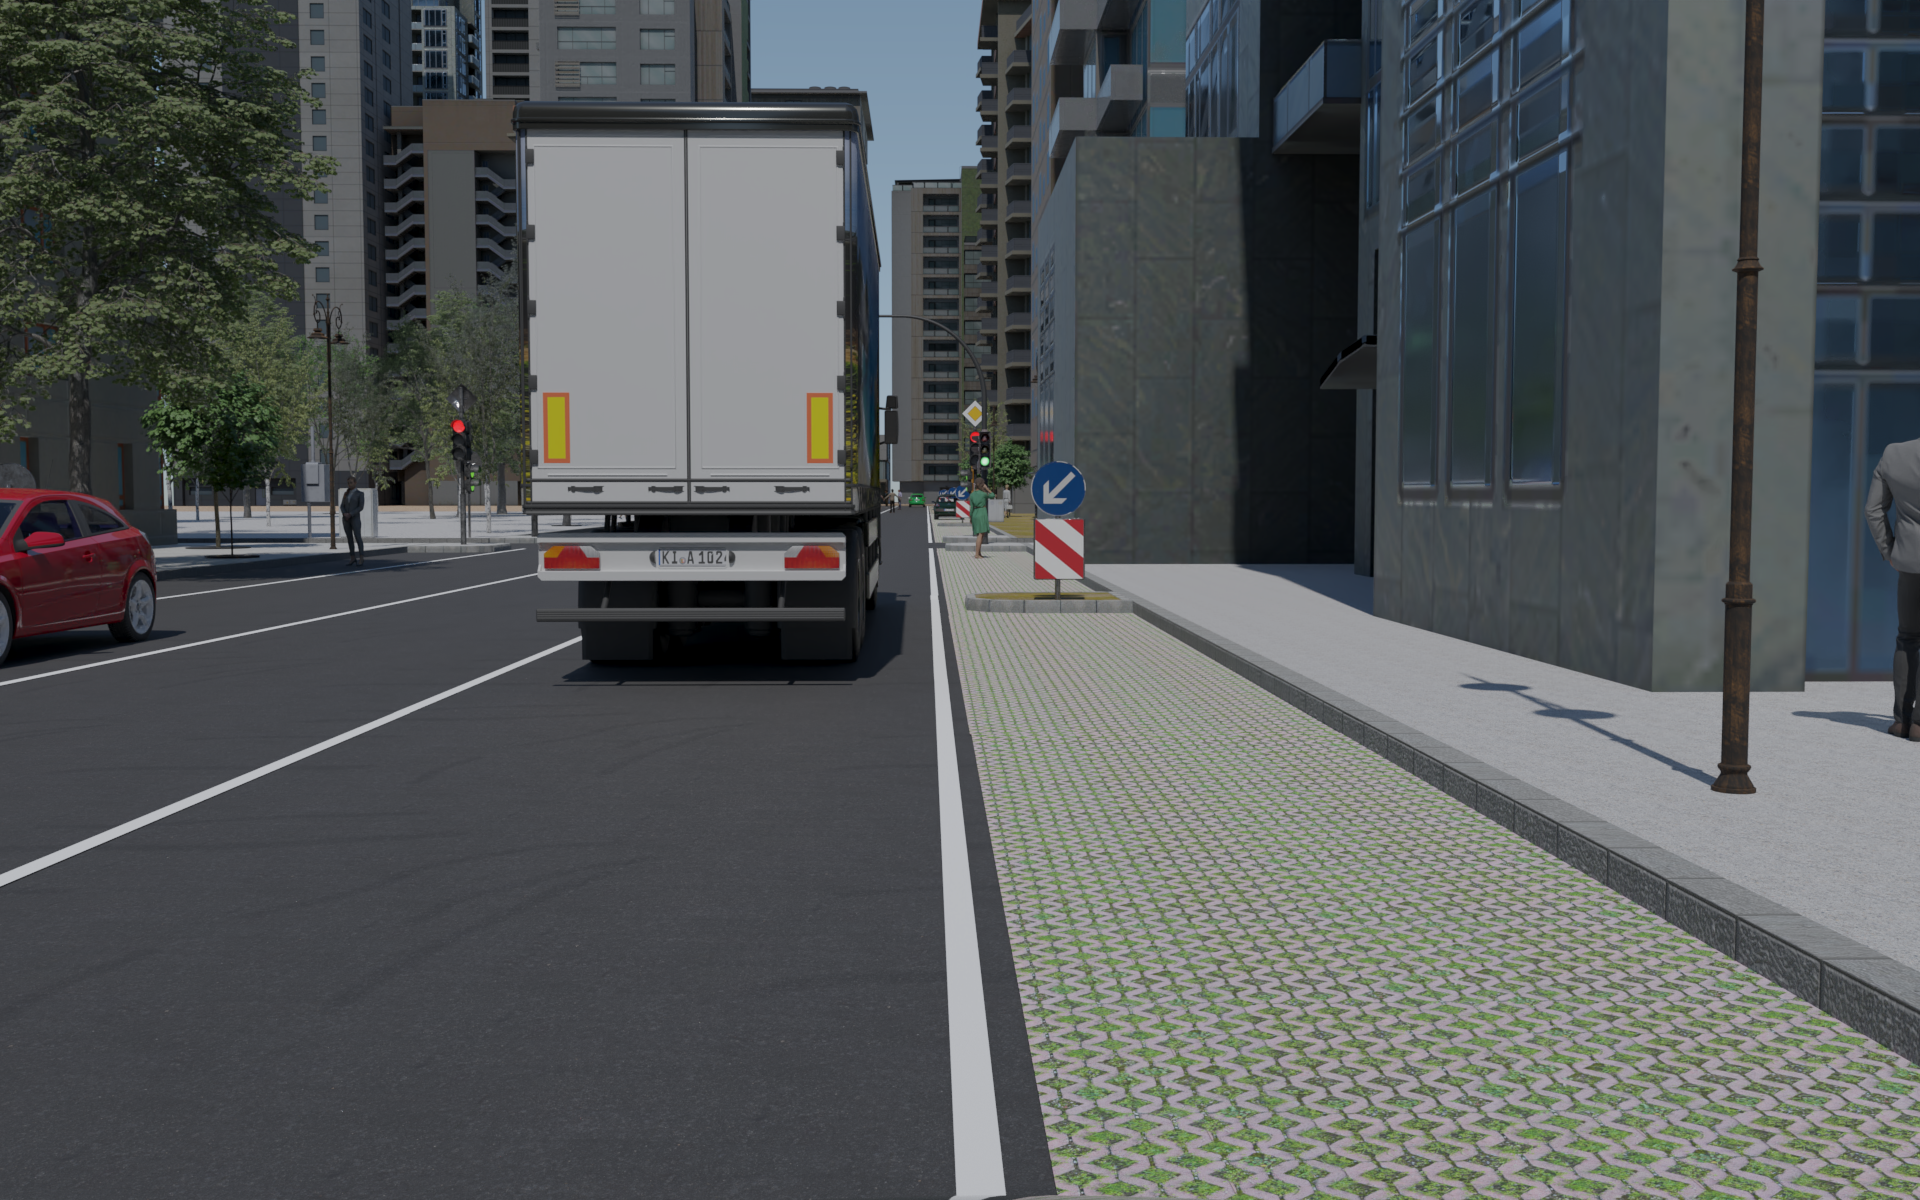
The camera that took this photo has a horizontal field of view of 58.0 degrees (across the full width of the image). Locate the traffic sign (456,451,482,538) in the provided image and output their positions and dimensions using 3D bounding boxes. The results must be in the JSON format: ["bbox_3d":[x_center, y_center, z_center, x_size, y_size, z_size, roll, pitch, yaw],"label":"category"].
[{"bbox_3d":[-14.406,-3.101,50.813,0.768,2.556,0.104,0,4,-1],"label":"traffic sign"}]

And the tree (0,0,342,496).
[{"bbox_3d":[-13.893,-6.722,28.025,7.486,12.596,7.792,0,3,0],"label":"tree"}]

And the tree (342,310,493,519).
[{"bbox_3d":[-27.331,-9.419,88.411,7.601,10.594,8.767,0,4,4],"label":"tree"}]

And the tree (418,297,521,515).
[{"bbox_3d":[-28.849,-12.328,108.213,9.857,13.997,8.962,0,3,0],"label":"tree"}]

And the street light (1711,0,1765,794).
[{"bbox_3d":[3.342,-2.111,7.302,0.468,5.910,1.993,0,4,-1],"label":"street light"}]

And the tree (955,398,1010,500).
[{"bbox_3d":[2.008,-11.040,130.865,4.737,8.622,4.395,0,3,0],"label":"tree"}]

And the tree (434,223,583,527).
[{"bbox_3d":[-15.513,-9.676,68.577,12.009,13.543,11.850,0,3,0],"label":"tree"}]

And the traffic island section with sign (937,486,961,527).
[{"bbox_3d":[-0.002,-4.167,76.758,1.989,1.847,2.006,0,4,-1],"label":"traffic island section with sign"}]

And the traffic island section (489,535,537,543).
[{"bbox_3d":[-12.761,-1.812,51.914,2.009,0.180,2.903,0,4,-1],"label":"traffic island section"}]

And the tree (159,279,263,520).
[{"bbox_3d":[-25.426,-6.446,55.747,4.737,8.622,4.395,0,3,0],"label":"tree"}]

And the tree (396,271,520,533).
[{"bbox_3d":[-15.675,-6.491,56.484,4.360,8.622,3.978,0,3,0],"label":"tree"}]

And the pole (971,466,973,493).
[{"bbox_3d":[0.828,-7.229,112.035,0.158,3.312,0.155,0,3,0],"label":"pole"}]

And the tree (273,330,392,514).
[{"bbox_3d":[-40.109,-11.278,110.150,9.928,11.665,9.643,0,3,0],"label":"tree"}]

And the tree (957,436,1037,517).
[{"bbox_3d":[2.892,-7.017,98.435,4.285,4.588,4.351,0,3,0],"label":"tree"}]

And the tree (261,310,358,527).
[{"bbox_3d":[-27.075,-7.207,68.197,4.737,8.622,4.395,0,3,0],"label":"tree"}]

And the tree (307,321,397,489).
[{"bbox_3d":[-25.611,-7.520,73.308,4.360,8.622,3.978,0,3,0],"label":"tree"}]

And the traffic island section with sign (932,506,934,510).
[{"bbox_3d":[-0.510,-5.815,103.709,1.989,1.847,2.006,0,4,-1],"label":"traffic island section with sign"}]

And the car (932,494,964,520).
[{"bbox_3d":[-0.600,-5.352,97.296,2.009,1.686,4.222,0,4,0],"label":"car"}]

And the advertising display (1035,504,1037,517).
[{"bbox_3d":[2.683,-2.823,51.378,0.974,1.923,0.123,-1,4,-21],"label":"advertising display"}]

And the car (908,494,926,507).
[{"bbox_3d":[-4.634,-10.915,187.249,1.959,1.807,4.718,0,4,-1],"label":"car"}]

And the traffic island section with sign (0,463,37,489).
[{"bbox_3d":[-11.841,-0.762,21.089,1.989,1.847,2.006,0,4,-1],"label":"traffic island section with sign"}]

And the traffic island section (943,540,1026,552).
[{"bbox_3d":[0.632,-1.339,44.181,2.009,0.180,2.903,0,4,-1],"label":"traffic island section"}]

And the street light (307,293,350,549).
[{"bbox_3d":[-14.560,-4.114,40.055,0.468,5.910,1.993,0,4,-1],"label":"street light"}]

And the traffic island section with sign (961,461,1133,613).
[{"bbox_3d":[1.065,-0.795,21.624,1.989,1.847,2.006,0,4,-1],"label":"traffic island section with sign"}]

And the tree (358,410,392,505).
[{"bbox_3d":[-41.211,-10.480,121.710,4.737,8.622,4.395,0,3,0],"label":"tree"}]

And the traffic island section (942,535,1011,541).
[{"bbox_3d":[0.478,-1.828,52.164,2.009,0.180,2.903,0,4,-1],"label":"traffic island section"}]

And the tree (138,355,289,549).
[{"bbox_3d":[-17.543,-3.492,40.808,4.285,4.588,4.351,0,3,0],"label":"tree"}]

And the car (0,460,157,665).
[{"bbox_3d":[-8.796,-0.386,15.358,2.155,1.783,4.494,0,4,-2],"label":"car"}]

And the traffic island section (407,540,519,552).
[{"bbox_3d":[-12.607,-1.324,43.931,2.009,0.180,2.903,0,4,-1],"label":"traffic island section"}]

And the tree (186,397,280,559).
[{"bbox_3d":[-14.583,-2.449,34.642,1.663,3.219,1.824,0,3,0],"label":"tree"}]

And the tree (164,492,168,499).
[{"bbox_3d":[-54.502,-12.109,99.809,13.155,14.587,18.604,-1,4,-9],"label":"tree"}]

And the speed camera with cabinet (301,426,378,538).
[{"bbox_3d":[-18.232,-3.459,50.886,2.038,3.252,0.660,0,4,-3],"label":"speed camera with cabinet"}]

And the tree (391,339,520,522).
[{"bbox_3d":[-22.752,-7.853,78.763,4.737,8.622,4.395,0,3,0],"label":"tree"}]

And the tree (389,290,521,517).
[{"bbox_3d":[-28.131,-10.945,97.078,7.486,12.596,7.792,0,3,0],"label":"tree"}]

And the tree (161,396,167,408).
[{"bbox_3d":[-38.734,-10.305,75.148,9.857,13.997,8.962,0,3,0],"label":"tree"}]
